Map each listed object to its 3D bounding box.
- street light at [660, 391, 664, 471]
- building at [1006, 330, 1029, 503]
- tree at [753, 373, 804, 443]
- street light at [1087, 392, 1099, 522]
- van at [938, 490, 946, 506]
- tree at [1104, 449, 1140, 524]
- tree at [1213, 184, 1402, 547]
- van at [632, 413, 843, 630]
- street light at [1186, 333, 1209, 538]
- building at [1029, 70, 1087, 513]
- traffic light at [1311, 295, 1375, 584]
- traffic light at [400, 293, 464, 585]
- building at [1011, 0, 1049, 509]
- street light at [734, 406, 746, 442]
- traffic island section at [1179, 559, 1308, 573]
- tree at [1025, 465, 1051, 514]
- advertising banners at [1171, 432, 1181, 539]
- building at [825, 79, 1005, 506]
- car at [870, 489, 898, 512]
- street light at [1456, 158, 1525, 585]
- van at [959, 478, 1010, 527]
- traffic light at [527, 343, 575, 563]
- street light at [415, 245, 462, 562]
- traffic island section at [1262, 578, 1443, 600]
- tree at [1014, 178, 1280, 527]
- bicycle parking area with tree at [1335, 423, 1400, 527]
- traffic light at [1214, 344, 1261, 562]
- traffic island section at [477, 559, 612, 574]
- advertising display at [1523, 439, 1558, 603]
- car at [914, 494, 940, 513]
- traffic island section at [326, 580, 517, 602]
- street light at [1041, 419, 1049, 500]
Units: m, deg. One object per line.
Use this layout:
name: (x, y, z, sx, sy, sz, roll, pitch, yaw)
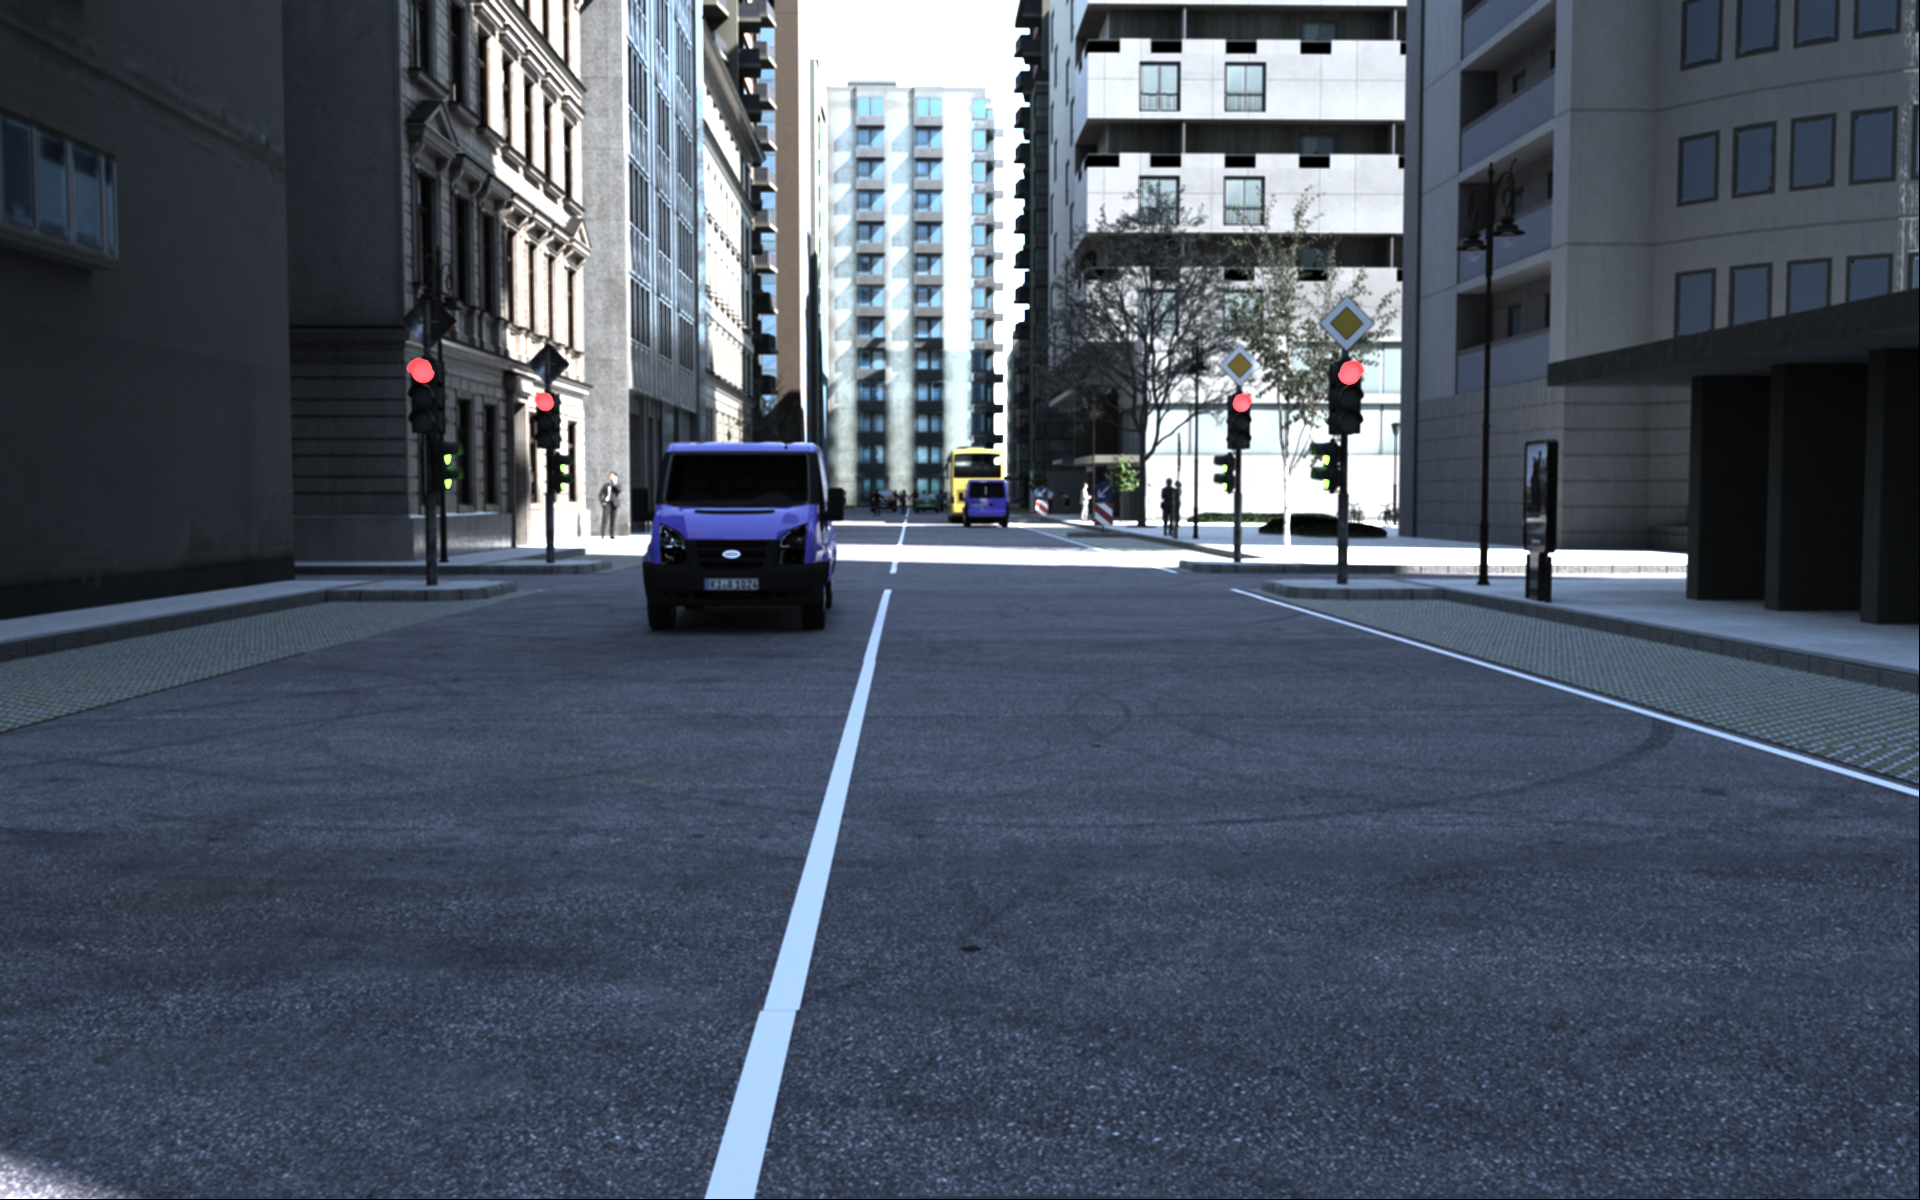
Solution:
street light: (-10.456, -5.372, 60.627, 0.468, 5.910, 1.993, 0, 4, -2)
building: (20.619, -22.075, 205.965, 28.899, 21.520, 27.650, 0, 4, -2)
tree: (-11.629, -9.463, 105.082, 4.360, 8.622, 3.978, 0, 3, 0)
street light: (6.044, -6.459, 78.400, 0.468, 5.910, 1.993, 0, 4, -2)
van: (-1.198, -10.007, 170.633, 2.013, 2.044, 4.112, 0, 4, -1)
tree: (7.008, -4.940, 75.377, 1.663, 3.219, 1.824, 0, 3, 0)
tree: (8.032, -5.566, 41.362, 4.360, 8.622, 3.978, 0, 3, 0)
van: (-2.450, -0.961, 20.091, 2.240, 2.365, 5.245, 0, 4, -3)
street light: (6.823, -4.720, 49.967, 0.468, 5.910, 1.993, 0, 4, -2)
building: (11.800, -21.425, 122.008, 14.160, 30.474, 14.107, 0, 4, -2)
traffic light: (5.442, -2.184, 24.626, 0.839, 4.253, 0.868, 0, 4, -2)
traffic light: (-7.414, -2.161, 24.258, 0.839, 4.253, 0.868, 0, 4, -2)
building: (15.797, -29.969, 144.624, 22.147, 44.769, 28.867, 0, 4, -2)
street light: (-11.262, -7.097, 88.825, 0.468, 5.910, 1.993, 0, 4, -2)
traffic island section: (5.263, -0.639, 32.723, 2.009, 0.180, 2.903, 0, 4, -2)
tree: (5.032, -7.191, 112.179, 1.663, 3.219, 1.824, 0, 3, 0)
advertising banners: (6.219, -3.283, 49.857, 0.090, 3.025, 2.074, 0, 4, 2)
building: (-10.257, -35.670, 202.809, 30.456, 49.044, 23.786, 0, 4, -2)
car: (-6.156, -8.041, 140.149, 2.281, 1.827, 5.304, 0, 4, -1)
street light: (7.401, -3.152, 24.315, 0.468, 5.910, 1.993, 0, 4, -2)
van: (1.112, -4.421, 76.670, 2.240, 2.365, 5.245, 0, 4, -1)
traffic light: (-7.633, -2.649, 32.240, 0.839, 4.253, 0.868, 0, 4, -2)
street light: (-9.716, -3.648, 32.427, 0.468, 5.910, 1.993, 0, 4, -2)
traffic island section: (5.482, -0.150, 24.741, 2.009, 0.180, 2.903, 0, 4, -2)
tree: (7.172, -9.566, 66.774, 12.009, 13.543, 11.850, 0, 3, 0)
bicycle parking area with tree: (19.801, -4.991, 68.605, 9.016, 4.147, 8.231, -3, 5, -40)
traffic light: (5.223, -2.672, 32.608, 0.839, 4.253, 0.868, 0, 4, -2)
traffic island section: (-7.674, -0.617, 32.373, 2.009, 0.180, 2.903, 0, 4, -2)
advertising display: (6.983, -0.957, 20.869, 0.123, 1.923, 0.974, 0, 4, 2)
car: (-2.520, -7.573, 132.612, 1.959, 1.807, 4.718, 0, 4, -1)
traffic island section: (-7.454, -0.129, 24.391, 2.009, 0.180, 2.903, 0, 4, -2)
street light: (5.225, -8.211, 107.030, 0.468, 5.910, 1.993, 0, 4, -2)
